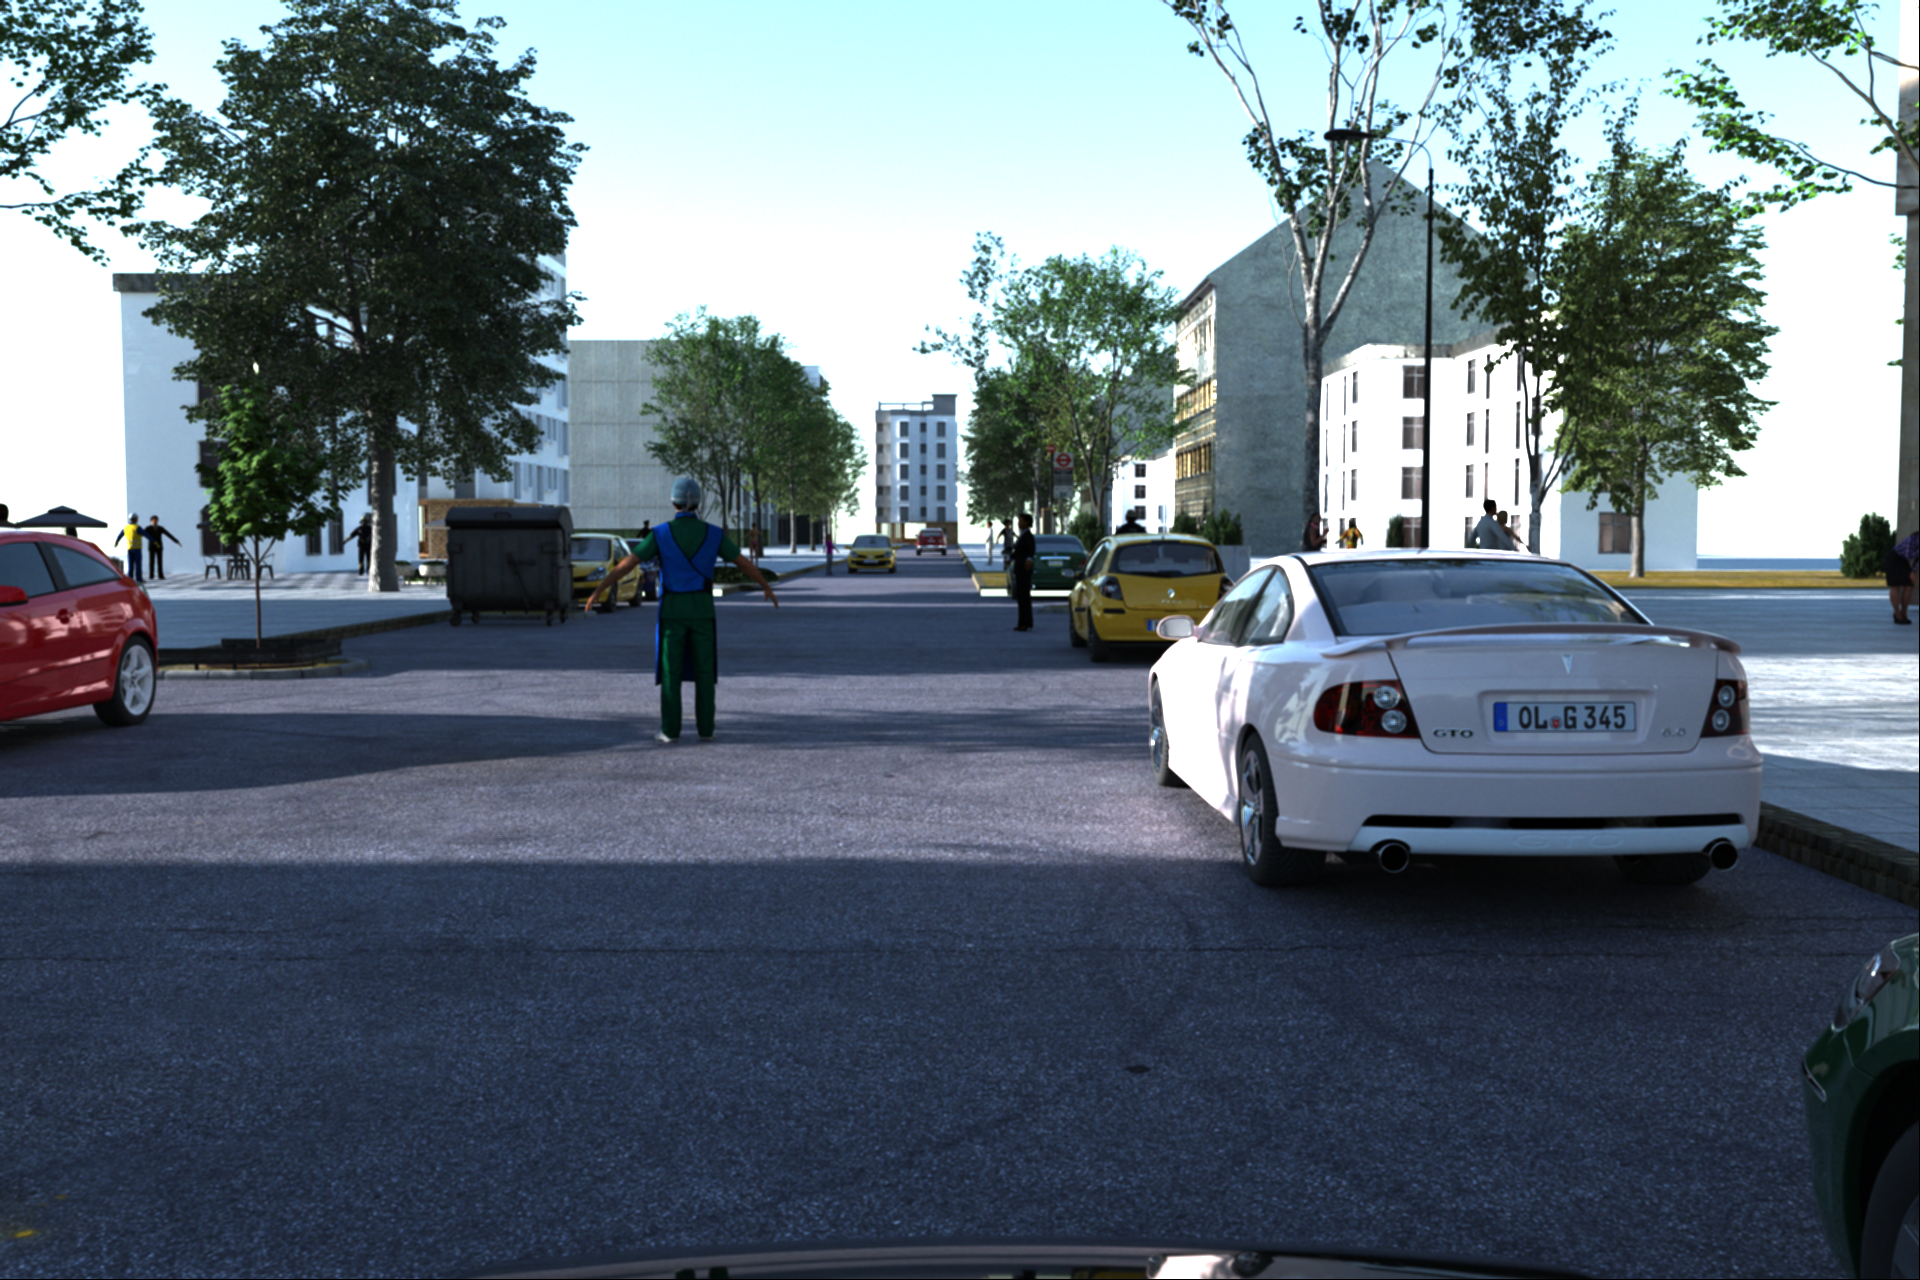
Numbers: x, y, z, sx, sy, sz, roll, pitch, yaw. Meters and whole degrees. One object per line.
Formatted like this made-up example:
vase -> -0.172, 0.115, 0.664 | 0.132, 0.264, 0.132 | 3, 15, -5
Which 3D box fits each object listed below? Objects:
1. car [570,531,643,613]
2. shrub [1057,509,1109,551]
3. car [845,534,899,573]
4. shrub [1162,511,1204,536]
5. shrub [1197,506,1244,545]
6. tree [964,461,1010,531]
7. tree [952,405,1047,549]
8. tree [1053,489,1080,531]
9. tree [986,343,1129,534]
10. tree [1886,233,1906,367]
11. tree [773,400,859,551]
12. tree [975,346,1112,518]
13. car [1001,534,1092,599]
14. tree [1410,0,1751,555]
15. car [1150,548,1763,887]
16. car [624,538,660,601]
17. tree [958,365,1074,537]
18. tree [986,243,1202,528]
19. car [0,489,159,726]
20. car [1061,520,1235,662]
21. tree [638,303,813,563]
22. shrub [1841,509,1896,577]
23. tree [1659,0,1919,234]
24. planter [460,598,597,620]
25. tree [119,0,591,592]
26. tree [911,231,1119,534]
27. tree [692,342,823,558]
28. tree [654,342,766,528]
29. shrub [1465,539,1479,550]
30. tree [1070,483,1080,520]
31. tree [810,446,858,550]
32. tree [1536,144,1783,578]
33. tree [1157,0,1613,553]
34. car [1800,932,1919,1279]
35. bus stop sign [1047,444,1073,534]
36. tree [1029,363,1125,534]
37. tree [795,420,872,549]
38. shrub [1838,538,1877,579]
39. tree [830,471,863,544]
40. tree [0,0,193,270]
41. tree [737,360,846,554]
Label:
car -> -7.156, -1.383, 32.829 | 2.015, 1.641, 3.980 | 0, 4, 0
shrub -> 3.959, -3.121, 55.075 | 1.661, 2.075, 1.752 | 0, 3, 0
car -> -3.237, -3.299, 64.169 | 2.015, 1.641, 3.980 | 0, 4, -1
shrub -> 7.079, -3.088, 54.904 | 1.690, 2.028, 1.600 | 0, 3, 0
shrub -> 7.474, -2.773, 49.374 | 1.661, 2.075, 1.752 | 0, 3, 0
tree -> 4.298, -19.410, 235.485 | 7.486, 12.596, 7.792 | 0, 3, 0
tree -> 4.357, -14.344, 144.889 | 12.009, 13.543, 11.850 | 0, 3, 0
tree -> 13.958, -17.206, 231.678 | 4.737, 8.622, 4.395 | 0, 3, 0
tree -> 4.750, -9.199, 84.822 | 7.601, 10.594, 8.767 | 0, 4, 5
tree -> 25.902, -7.524, 41.150 | 7.486, 12.596, 7.792 | 0, 3, 0
tree -> -11.179, -12.465, 129.551 | 9.928, 11.665, 9.643 | 0, 3, 0
tree -> 4.607, -10.405, 95.880 | 9.928, 11.665, 9.643 | 0, 3, 0
car -> 2.021, -1.688, 39.399 | 2.131, 1.459, 4.920 | 0, 4, -1
tree -> 8.357, -4.524, 24.330 | 4.737, 8.622, 4.395 | 0, 3, 0
car -> 2.073, 0.240, 8.437 | 2.083, 1.381, 4.827 | 0, 4, -1
car -> -7.327, -1.572, 38.281 | 1.945, 1.354, 3.894 | 0, 4, 0
tree -> 4.714, -13.665, 130.079 | 9.857, 13.997, 8.962 | 0, 3, 0
tree -> 5.023, -8.423, 63.464 | 9.928, 11.665, 9.643 | 0, 3, 0
car -> -7.033, -0.152, 11.524 | 2.155, 1.783, 4.494 | 0, 4, -1
car -> 2.268, -0.648, 20.822 | 2.015, 1.641, 3.980 | 0, 4, -1
tree -> -10.447, -9.275, 77.399 | 9.928, 11.665, 9.643 | 0, 3, 0
shrub -> 27.443, -2.917, 52.116 | 1.690, 2.028, 1.600 | 0, 3, 0
tree -> 8.604, -5.372, 13.588 | 9.928, 11.665, 9.643 | 0, 3, 0
planter -> -7.358, -0.534, 29.875 | 1.991, 0.319, 1.994 | 0, 4, -1
tree -> -12.963, -8.045, 38.190 | 9.857, 13.997, 8.962 | 0, 3, 0
tree -> 3.788, -15.492, 109.188 | 12.611, 20.169, 13.585 | 0, 3, 0
tree -> -11.004, -10.281, 93.842 | 9.928, 11.665, 9.643 | 0, 3, 0
tree -> -10.073, -7.113, 66.657 | 4.360, 8.622, 3.978 | 0, 3, 0
shrub -> 14.036, -2.215, 47.334 | 1.383, 1.207, 1.383 | 0, 3, 0
tree -> 17.426, -17.619, 238.435 | 4.360, 8.622, 3.978 | 0, 3, 0
tree -> -10.882, -11.398, 136.720 | 4.360, 8.622, 3.978 | 0, 3, 0
tree -> 20.432, -8.134, 51.111 | 7.486, 12.596, 7.792 | 0, 3, 0
tree -> 9.200, -11.097, 37.324 | 12.611, 20.169, 13.585 | 0, 3, 0
car -> 2.288, 0.667, 0.886 | 2.131, 1.459, 4.920 | 0, 4, -1
bus stop sign -> 2.945, -3.848, 51.621 | 0.855, 3.939, 0.416 | 0, 4, -1
tree -> 4.816, -7.645, 75.353 | 4.737, 8.622, 4.395 | 0, 3, 0
tree -> -11.031, -13.465, 145.910 | 9.928, 11.665, 9.643 | 0, 3, 0
shrub -> 25.448, -2.325, 49.131 | 1.383, 1.207, 1.383 | 0, 3, 0
tree -> -16.348, -18.104, 230.415 | 7.601, 10.594, 8.767 | 0, 4, 2
tree -> -13.213, -5.788, 20.387 | 9.928, 11.665, 9.643 | 0, 3, 0
tree -> -11.256, -11.964, 113.740 | 7.486, 12.596, 7.792 | 0, 3, 0
